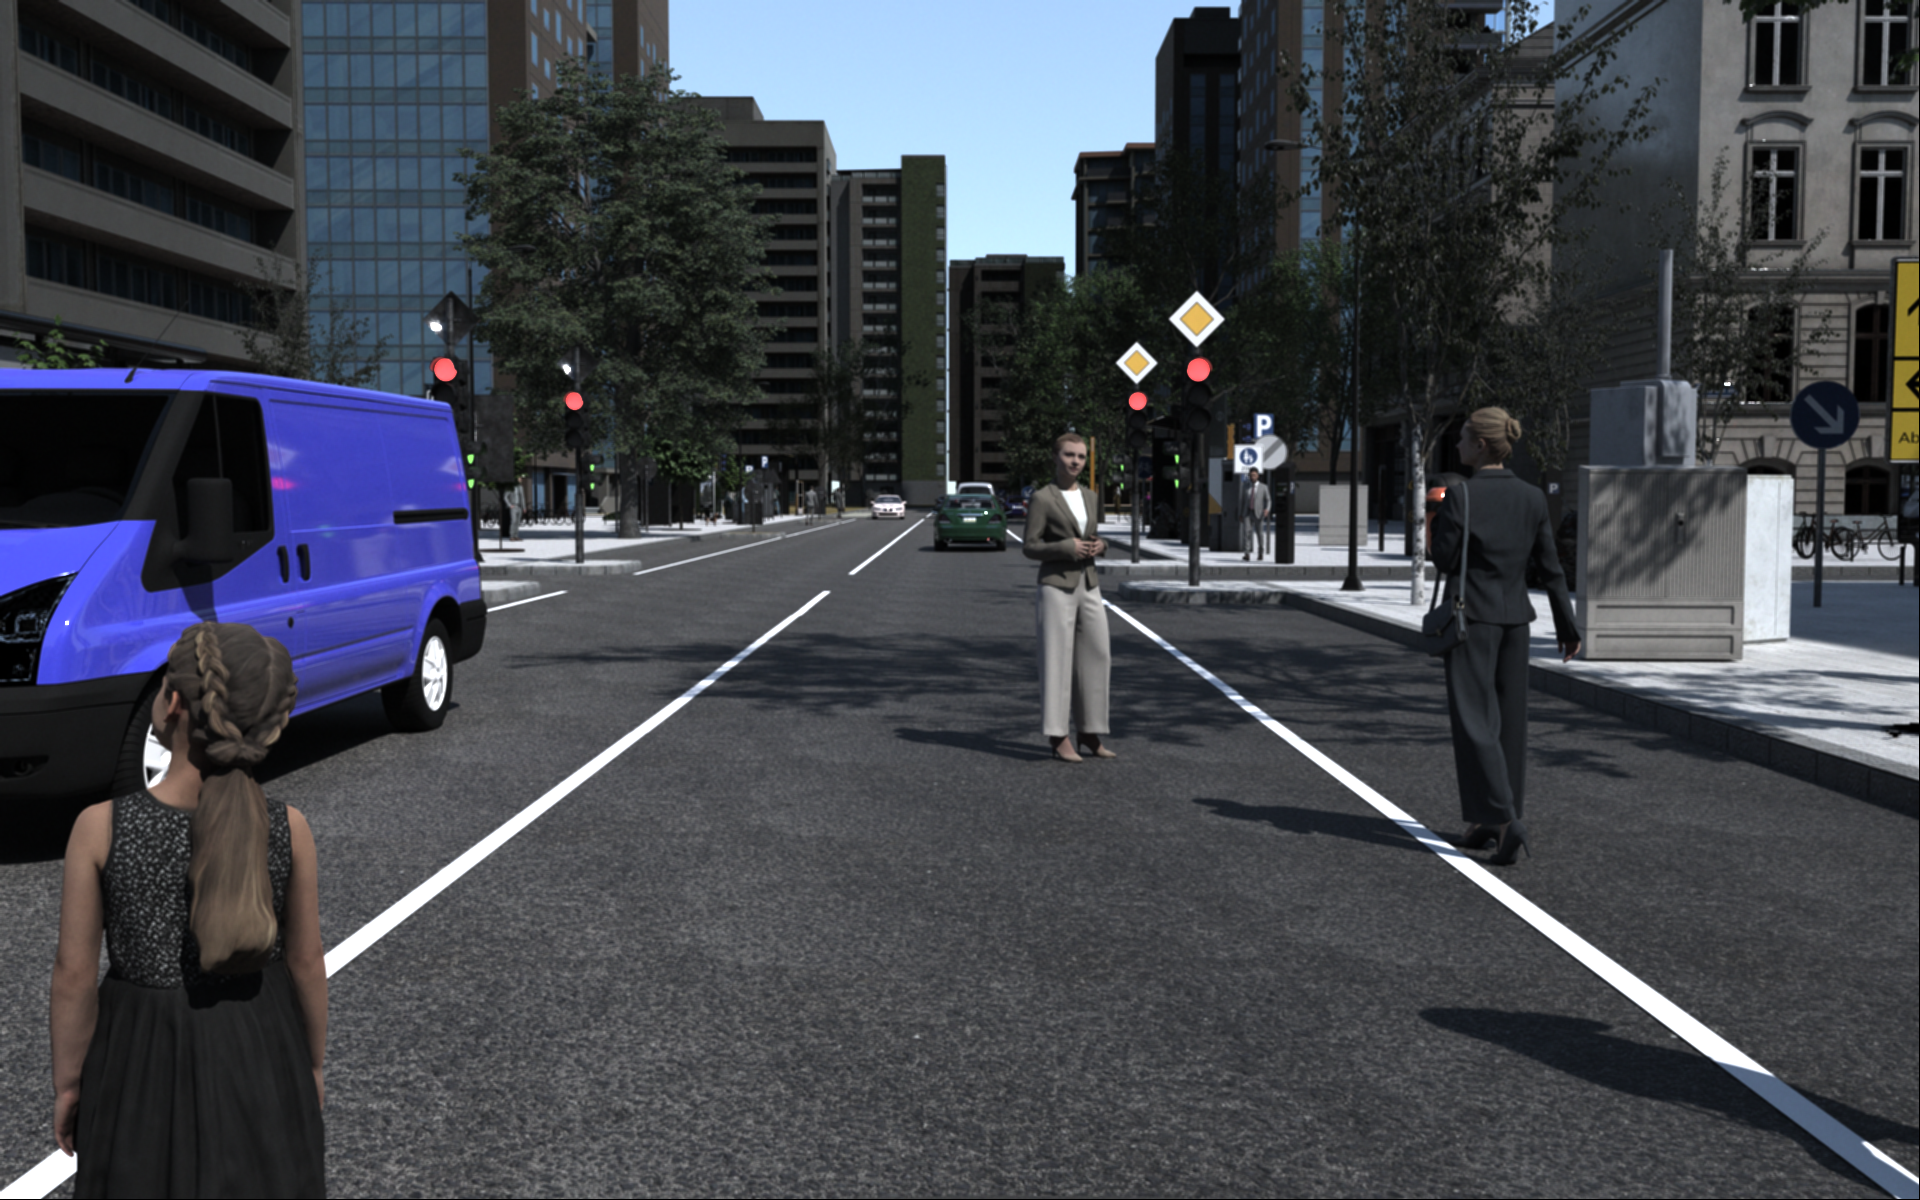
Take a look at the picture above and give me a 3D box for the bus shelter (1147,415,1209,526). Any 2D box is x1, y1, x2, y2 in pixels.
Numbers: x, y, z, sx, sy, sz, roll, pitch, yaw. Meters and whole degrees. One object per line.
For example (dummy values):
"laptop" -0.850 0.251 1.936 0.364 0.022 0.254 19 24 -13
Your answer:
"bus shelter" 6.840 -3.849 54.208 1.731 3.624 6.357 0 3 0

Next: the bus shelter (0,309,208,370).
"bus shelter" -11.811 -2.614 20.373 2.179 5.291 8.768 0 4 0

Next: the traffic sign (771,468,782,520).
"traffic sign" -9.216 -5.222 85.377 0.884 2.594 0.081 0 4 6

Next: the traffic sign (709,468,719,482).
"traffic sign" -11.562 -4.993 81.375 0.795 2.593 0.064 0 4 3

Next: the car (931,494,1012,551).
"car" 0.294 -2.026 44.917 2.131 1.459 4.920 0 4 1

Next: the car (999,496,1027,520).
"car" 2.995 -4.692 89.298 1.945 1.354 3.894 0 4 -1

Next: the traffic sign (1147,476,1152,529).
"traffic sign" 7.051 -3.898 63.840 0.768 2.556 0.104 0 4 6

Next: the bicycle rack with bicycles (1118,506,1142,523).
"bicycle rack with bicycles" 8.589 -3.971 78.312 2.925 0.926 2.852 -1 4 -23

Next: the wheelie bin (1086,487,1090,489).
"wheelie bin" 5.978 -4.576 82.727 0.980 1.594 0.693 -3 4 -36

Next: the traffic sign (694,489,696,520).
"traffic sign" -13.210 -5.279 86.317 0.884 2.594 0.081 0 4 3

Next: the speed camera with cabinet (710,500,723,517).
"speed camera with cabinet" -13.958 -6.331 97.851 0.660 3.252 2.038 0 4 8

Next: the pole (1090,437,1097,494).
"pole" 4.702 -4.148 61.668 0.158 3.312 0.155 0 3 0

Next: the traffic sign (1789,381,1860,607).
"traffic sign" 9.749 -1.193 19.617 0.768 2.556 0.104 0 4 4

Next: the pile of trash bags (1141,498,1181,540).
"pile of trash bags" 6.790 -2.385 48.739 1.912 1.369 3.447 -2 4 -30

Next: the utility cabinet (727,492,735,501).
"utility cabinet" -13.614 -5.775 103.102 0.318 1.500 1.173 -1 4 -14

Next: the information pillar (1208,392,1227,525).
"information pillar" 5.941 -2.966 39.854 0.183 3.616 0.504 -3 5 -40

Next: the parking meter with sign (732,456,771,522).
"parking meter with sign" -9.677 -5.092 79.521 1.738 3.016 0.543 2 4 28

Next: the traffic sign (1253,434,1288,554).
"traffic sign" 6.575 -2.250 36.893 0.768 2.556 0.104 0 4 3

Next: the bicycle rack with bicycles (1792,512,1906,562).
"bicycle rack with bicycles" 17.267 -1.264 34.045 2.925 0.926 2.852 -1 4 -18

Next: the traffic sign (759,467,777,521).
"traffic sign" -9.242 -5.106 83.489 0.884 2.594 0.081 0 4 4

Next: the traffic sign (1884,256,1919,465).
"traffic sign" 9.103 -1.287 14.908 2.265 3.308 0.079 0 4 2

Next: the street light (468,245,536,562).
"street light" -8.598 -3.664 32.455 1.470 5.913 1.316 0 3 0

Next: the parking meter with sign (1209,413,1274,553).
"parking meter with sign" 6.144 -2.567 38.232 0.543 3.016 1.738 -2 4 -28

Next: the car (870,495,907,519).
"car" -4.115 -5.341 99.683 2.083 1.381 4.827 0 4 -2

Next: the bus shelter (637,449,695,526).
"bus shelter" -12.051 -4.950 72.212 1.731 3.624 6.357 0 4 0

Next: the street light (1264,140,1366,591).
"street light" 4.689 -3.080 22.905 1.470 5.913 1.316 0 3 0

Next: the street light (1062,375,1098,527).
"street light" 4.682 -5.810 67.528 1.470 5.913 1.316 0 3 0

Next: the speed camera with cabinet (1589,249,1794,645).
"speed camera with cabinet" 6.206 -1.242 14.646 2.038 3.252 0.660 -2 4 -32

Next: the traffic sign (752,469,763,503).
"traffic sign" -10.298 -5.389 88.217 0.768 2.556 0.104 0 4 0

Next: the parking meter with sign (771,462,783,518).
"parking meter with sign" -10.483 -5.964 93.776 1.738 3.016 0.543 -1 4 -17

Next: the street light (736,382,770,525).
"street light" -8.592 -6.082 71.978 1.470 5.913 1.316 0 3 0

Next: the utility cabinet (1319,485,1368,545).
"utility cabinet" 9.509 -2.097 42.962 1.173 1.500 0.318 1 4 13

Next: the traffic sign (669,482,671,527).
"traffic sign" -11.204 -4.083 66.863 0.768 2.556 0.104 0 4 2

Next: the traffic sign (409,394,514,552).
"traffic sign" -10.235 -2.547 35.521 2.265 3.308 0.079 1 4 9

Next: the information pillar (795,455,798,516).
"information pillar" -9.751 -6.857 103.463 0.183 3.616 0.504 -1 4 -16

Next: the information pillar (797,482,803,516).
"information pillar" -9.466 -5.997 102.549 0.304 2.012 0.304 -1 4 -13

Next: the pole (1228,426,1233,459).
"pole" 8.119 -3.560 52.055 0.158 3.312 0.155 0 3 0

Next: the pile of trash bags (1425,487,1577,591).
"pile of trash bags" 7.808 -0.835 23.407 3.447 1.369 1.912 -1 4 -16

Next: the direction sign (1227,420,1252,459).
"direction sign" 8.488 -3.724 52.890 0.876 3.537 0.379 -1 4 -15

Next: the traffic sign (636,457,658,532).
"traffic sign" -10.638 -3.590 58.795 0.768 2.556 0.104 1 4 9

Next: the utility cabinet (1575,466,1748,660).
"utility cabinet" 5.383 -0.284 13.317 1.173 1.500 0.318 0 4 4

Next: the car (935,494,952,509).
"car" -0.892 -7.131 128.599 2.014 1.417 4.499 0 4 1

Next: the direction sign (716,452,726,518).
"direction sign" -12.911 -6.177 92.989 0.876 3.537 0.379 -3 5 -40

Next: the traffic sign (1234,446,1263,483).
"traffic sign" 5.982 -2.070 35.975 0.606 2.300 0.079 1 4 9

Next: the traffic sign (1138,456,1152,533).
"traffic sign" 6.121 -3.522 57.689 0.768 2.556 0.104 0 4 0

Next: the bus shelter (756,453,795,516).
"bus shelter" -10.953 -6.841 103.127 1.731 3.624 6.357 0 4 0
